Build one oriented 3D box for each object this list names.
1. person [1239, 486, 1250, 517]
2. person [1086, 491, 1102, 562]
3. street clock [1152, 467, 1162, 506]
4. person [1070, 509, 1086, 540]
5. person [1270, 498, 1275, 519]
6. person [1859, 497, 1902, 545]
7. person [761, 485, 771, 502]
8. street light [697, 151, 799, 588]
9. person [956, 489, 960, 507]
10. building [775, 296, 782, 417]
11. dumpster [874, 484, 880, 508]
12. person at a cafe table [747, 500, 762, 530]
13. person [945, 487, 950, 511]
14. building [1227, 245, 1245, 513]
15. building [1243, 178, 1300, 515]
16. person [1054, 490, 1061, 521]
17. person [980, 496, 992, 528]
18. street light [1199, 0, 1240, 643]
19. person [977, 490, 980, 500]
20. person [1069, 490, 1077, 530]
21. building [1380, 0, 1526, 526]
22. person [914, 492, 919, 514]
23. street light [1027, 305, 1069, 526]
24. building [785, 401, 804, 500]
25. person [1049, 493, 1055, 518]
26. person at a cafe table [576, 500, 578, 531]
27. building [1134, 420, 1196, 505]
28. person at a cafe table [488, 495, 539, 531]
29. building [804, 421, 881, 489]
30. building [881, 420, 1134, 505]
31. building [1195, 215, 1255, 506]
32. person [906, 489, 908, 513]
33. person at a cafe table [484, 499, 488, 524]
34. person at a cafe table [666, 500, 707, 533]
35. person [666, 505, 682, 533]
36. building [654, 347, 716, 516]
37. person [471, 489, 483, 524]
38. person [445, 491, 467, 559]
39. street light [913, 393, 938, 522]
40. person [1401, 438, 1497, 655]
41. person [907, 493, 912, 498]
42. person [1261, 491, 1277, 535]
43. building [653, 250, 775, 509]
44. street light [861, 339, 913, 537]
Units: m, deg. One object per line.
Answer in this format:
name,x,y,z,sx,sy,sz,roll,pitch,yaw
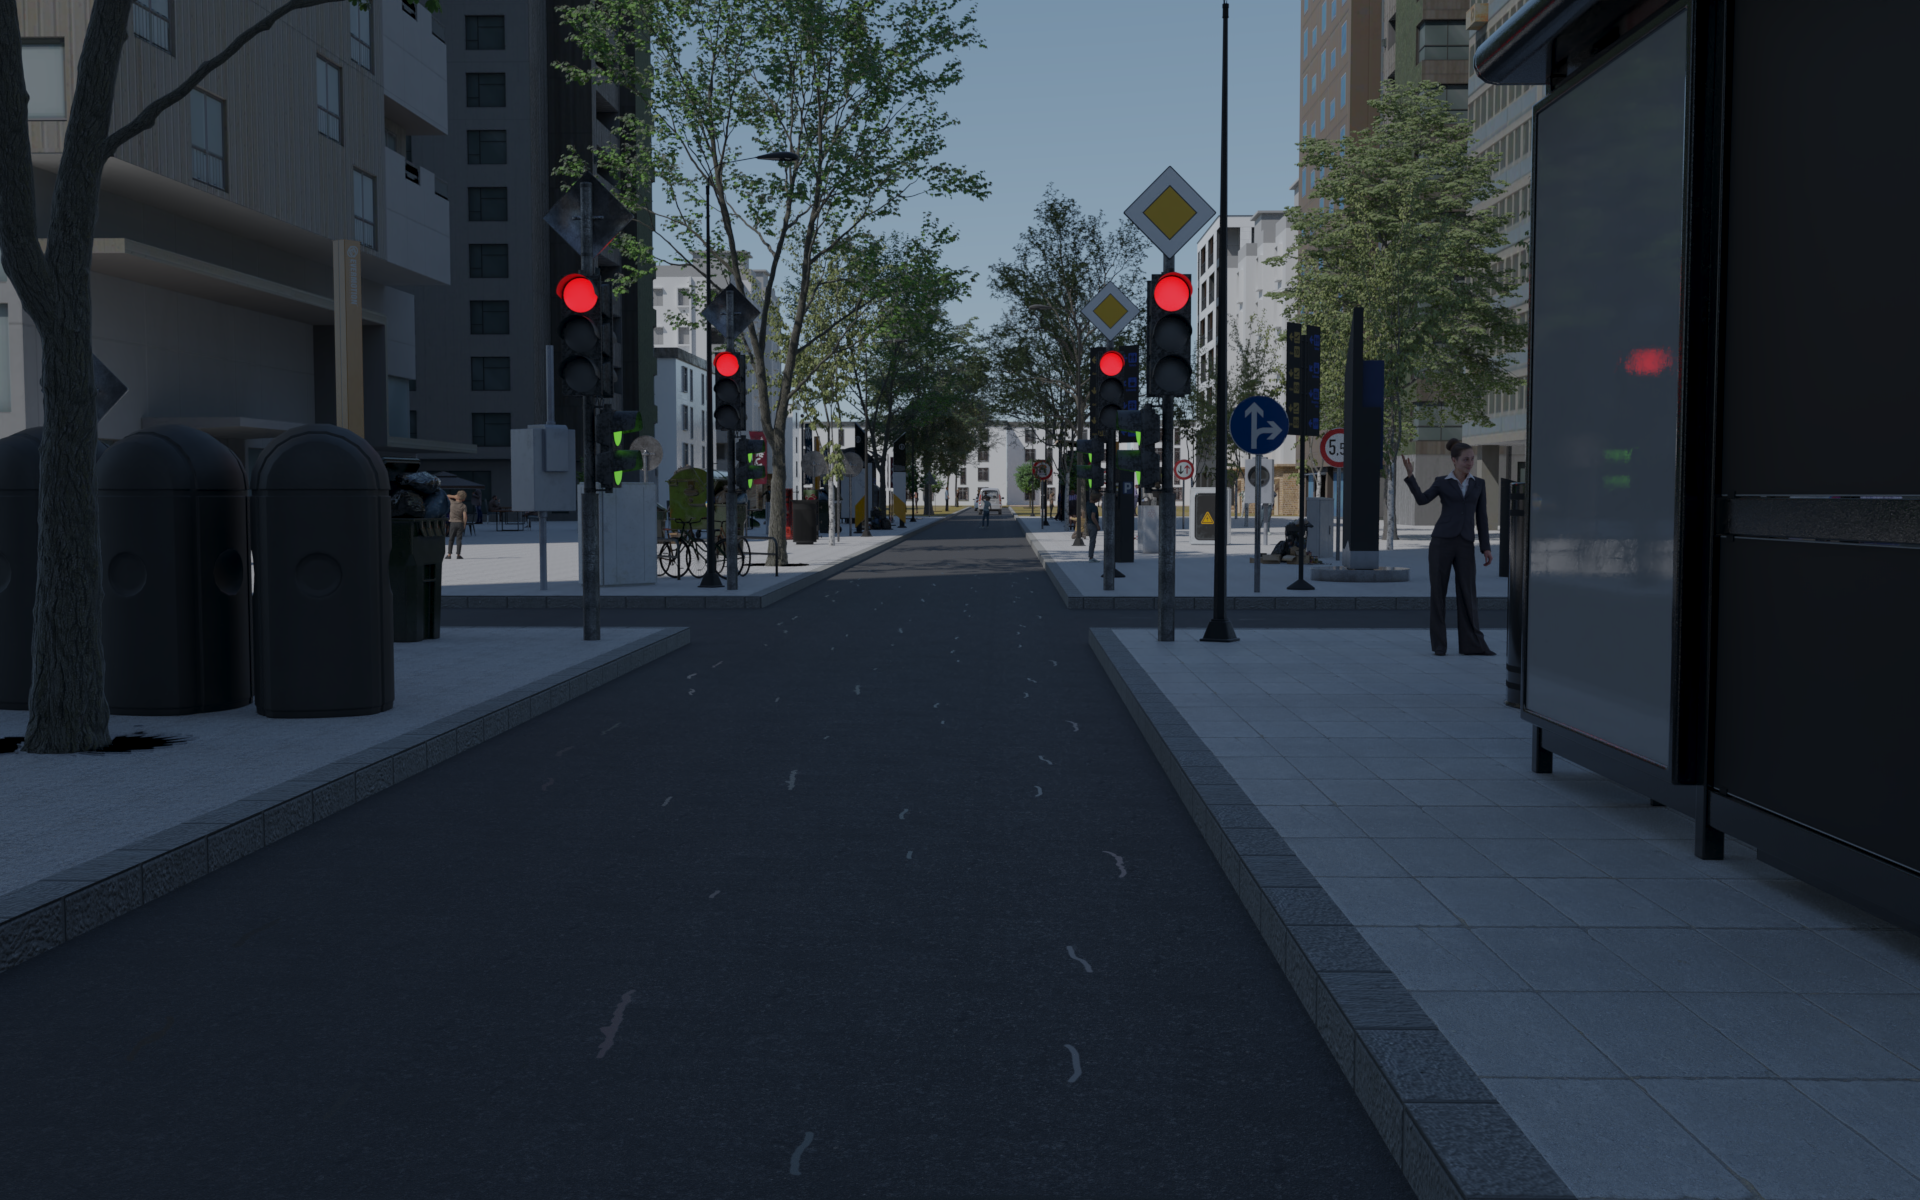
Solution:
person,15.727,-5.413,95.275,0.841,1.734,0.376,1,4,21
person,2.529,-1.386,32.619,0.340,1.345,0.435,-2,4,-27
street clock,5.247,-2.530,45.935,0.358,2.002,0.471,1,4,15
person,3.345,-2.149,49.099,0.347,0.859,0.695,-1,4,-20
person,14.935,-4.629,83.931,0.569,1.553,0.471,1,4,21
person,7.437,-0.440,14.173,0.756,1.711,0.436,-2,4,-35
person,-12.976,-6.859,117.819,1.348,1.869,0.705,-2,4,-30
street light,-2.885,-3.126,23.650,1.470,5.913,1.316,0,4,1
person,-0.294,-9.912,168.622,0.721,1.766,1.217,1,4,9
building,-22.914,-17.590,144.009,16.016,20.091,11.380,0,4,1
dumpster,-4.717,-5.120,89.468,1.264,1.857,1.865,0,4,1
person at a cafe table,-8.068,-3.192,63.058,1.698,1.238,1.726,1,4,9
person,-0.946,-7.532,129.175,0.705,1.826,1.348,0,4,-6
building,26.520,-16.195,121.207,16.016,20.091,11.380,0,4,1
building,26.895,-15.452,109.056,16.016,20.091,11.380,0,4,1
person,4.880,-4.551,83.151,0.600,1.496,0.574,2,4,29
person,1.065,-3.673,72.460,0.435,1.345,0.340,-2,4,-35
street light,1.728,-2.595,14.967,1.470,5.913,1.316,0,4,1
person,1.555,-7.587,133.070,0.721,1.766,1.217,0,4,-7
person,4.013,-3.207,61.704,0.421,1.427,0.697,0,4,3
building,25.585,-18.606,75.908,14.160,30.474,14.107,0,4,1
person,-2.912,-6.487,113.571,0.415,1.643,0.593,-2,4,-25
street light,2.391,-4.287,42.629,1.470,5.913,1.316,0,4,1
building,-28.908,-13.126,156.763,28.070,9.664,9.099,0,4,1
person,4.962,-5.120,93.668,0.340,1.345,0.435,-3,4,-37
person at a cafe table,-12.926,-3.087,61.338,1.698,1.238,1.726,2,4,24
building,33.634,-15.784,200.211,28.070,9.664,9.099,0,4,1
person at a cafe table,-15.260,-3.015,60.162,1.726,1.238,1.698,0,4,-5
building,-22.659,-15.828,200.932,28.070,9.664,9.099,0,4,1
building,5.423,-15.839,201.122,28.070,9.664,9.099,0,4,1
building,33.226,-18.295,143.097,27.936,21.610,32.646,0,4,1
person,-3.818,-6.823,118.421,0.721,1.723,1.217,0,4,0
person at a cafe table,-19.253,-3.828,73.456,1.726,1.238,1.698,-1,4,-11
person at a cafe table,-9.200,-2.896,58.204,1.698,1.238,1.726,-3,5,-43
person,-8.779,-2.765,53.463,0.471,1.553,0.569,3,5,40
building,-20.324,-10.463,113.214,9.099,9.664,28.070,0,4,1
person,-20.550,-4.083,73.621,0.431,1.722,0.655,0,4,-2
person,-9.946,-1.480,34.148,0.435,1.345,0.340,-1,4,-18
street light,-1.616,-6.536,79.400,1.470,5.913,1.316,0,4,1
person,3.846,-0.417,13.665,0.742,1.727,0.445,-2,4,-31
person,-4.485,-8.059,137.834,1.348,1.821,0.705,-1,4,-9
person,9.519,-2.890,54.015,0.841,1.734,0.376,0,4,-7
building,-23.177,-16.895,132.653,16.016,20.091,11.380,0,4,1
street light,-2.258,-4.846,51.768,1.470,5.913,1.316,0,4,1
